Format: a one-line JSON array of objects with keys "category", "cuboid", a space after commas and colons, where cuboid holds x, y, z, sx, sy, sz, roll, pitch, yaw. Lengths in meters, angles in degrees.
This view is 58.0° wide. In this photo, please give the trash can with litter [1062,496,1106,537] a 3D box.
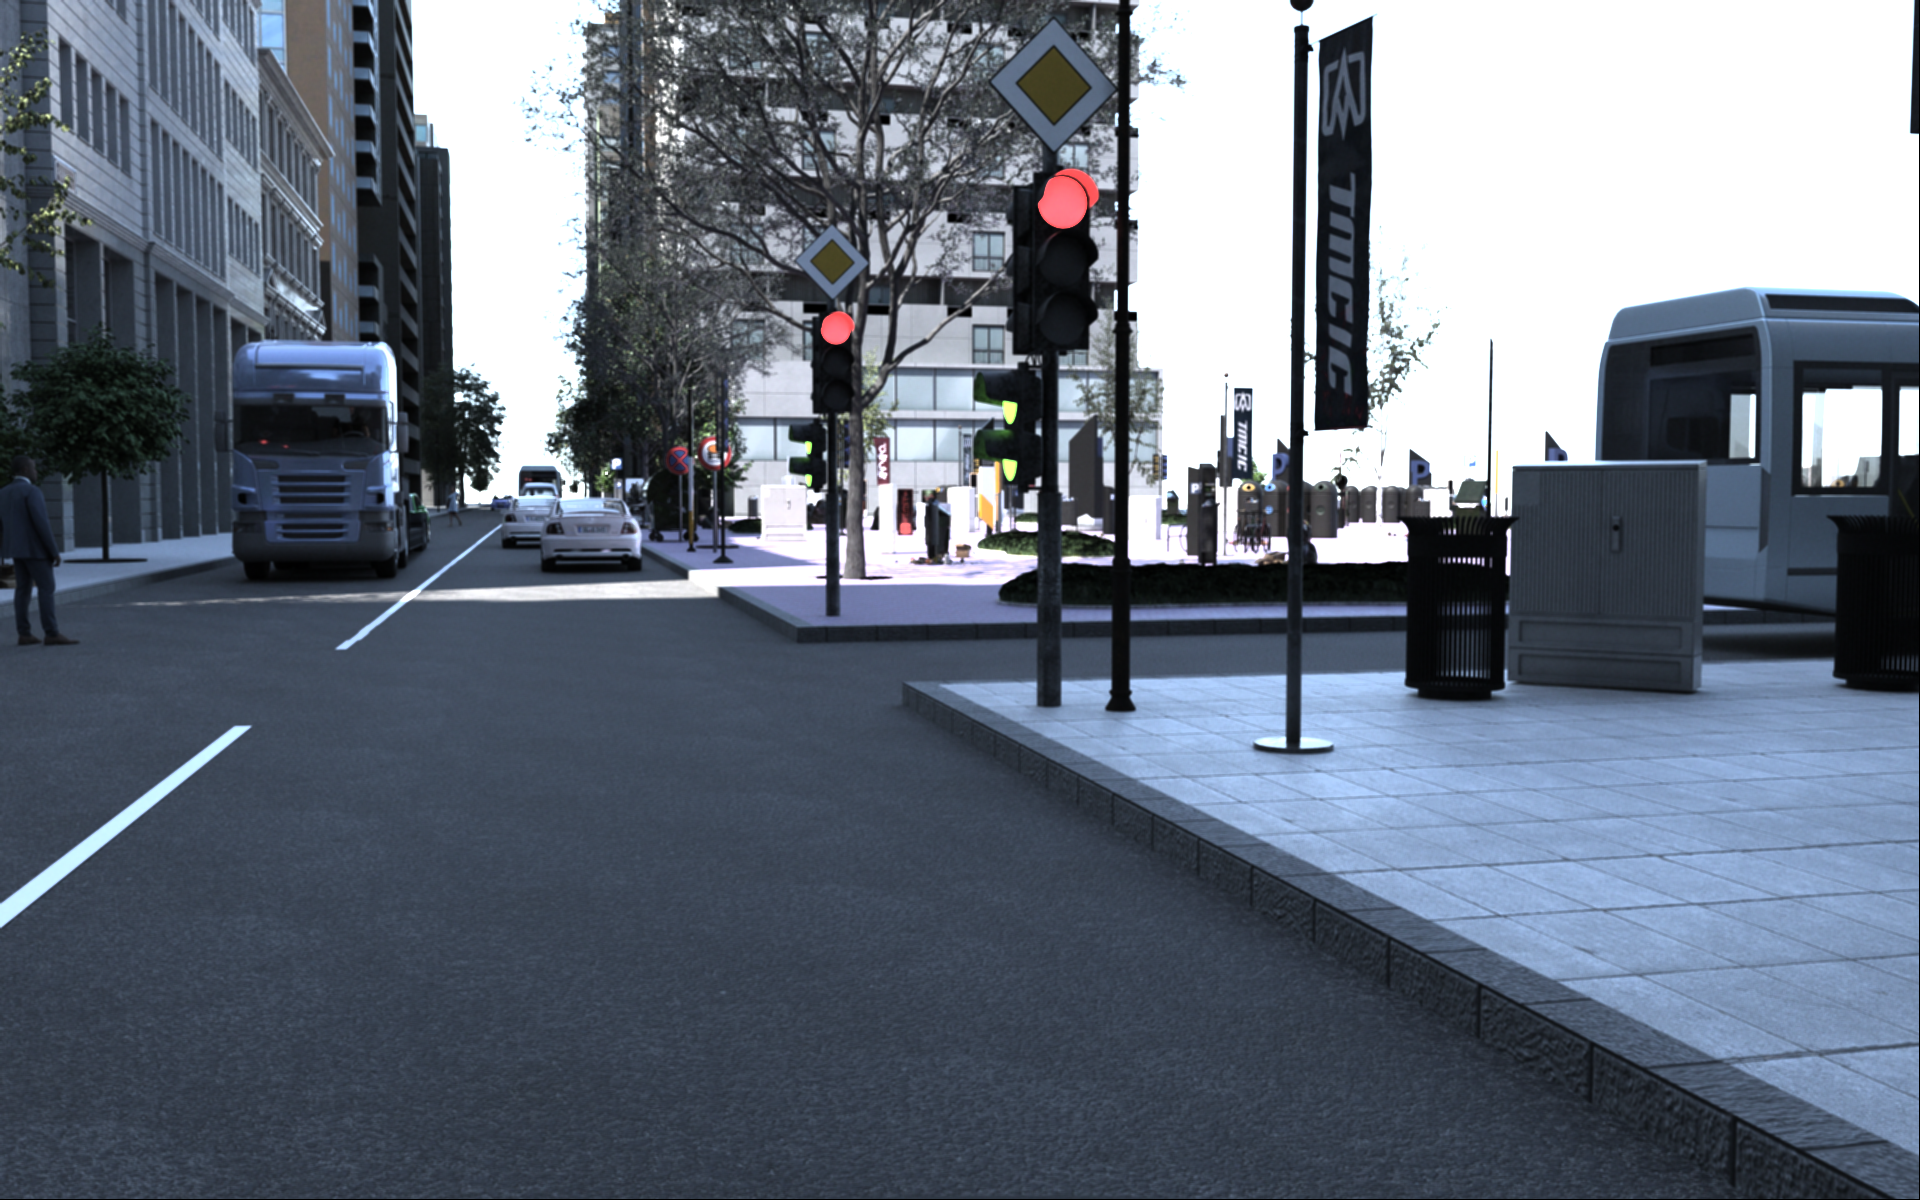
[{"category": "trash can with litter", "cuboid": [3.569, -2.465, 51.363, 2.233, 1.210, 1.678, 1, 4, 22]}]

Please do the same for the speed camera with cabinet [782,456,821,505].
[{"category": "speed camera with cabinet", "cuboid": [-8.294, -5.905, 90.887, 2.038, 3.252, 0.660, 0, 4, -4]}]

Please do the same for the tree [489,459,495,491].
[{"category": "tree", "cuboid": [-59.056, -16.056, 212.878, 4.737, 8.622, 4.395, 0, 3, 0]}]

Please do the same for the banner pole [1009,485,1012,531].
[{"category": "banner pole", "cuboid": [1.515, -3.296, 43.905, 0.863, 3.779, 0.401, 0, 4, -5]}]

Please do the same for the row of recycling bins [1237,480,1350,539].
[{"category": "row of recycling bins", "cuboid": [9.676, -2.699, 51.244, 1.069, 1.692, 3.534, -3, 5, -42]}]

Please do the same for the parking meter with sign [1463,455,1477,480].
[{"category": "parking meter with sign", "cuboid": [22.760, -4.955, 77.268, 0.543, 3.016, 1.738, 1, 4, 18]}]

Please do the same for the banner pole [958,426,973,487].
[{"category": "banner pole", "cuboid": [0.164, -4.496, 63.518, 0.401, 3.779, 0.863, 3, 5, 44]}]

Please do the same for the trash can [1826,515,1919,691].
[{"category": "trash can", "cuboid": [6.128, 0.013, 11.449, 0.748, 1.137, 0.748, 0, 3, 0]}]

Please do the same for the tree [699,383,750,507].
[{"category": "tree", "cuboid": [-12.747, -8.379, 87.365, 4.360, 8.622, 3.978, 0, 3, 0]}]

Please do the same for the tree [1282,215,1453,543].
[{"category": "tree", "cuboid": [10.930, -5.836, 45.788, 4.360, 8.622, 3.978, 0, 3, 0]}]

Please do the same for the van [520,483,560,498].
[{"category": "van", "cuboid": [-16.573, -3.754, 68.388, 2.013, 2.044, 4.112, -1, 4, -13]}]

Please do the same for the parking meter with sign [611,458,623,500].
[{"category": "parking meter with sign", "cuboid": [-16.721, -5.437, 85.148, 0.543, 3.016, 1.738, 0, 4, -1]}]

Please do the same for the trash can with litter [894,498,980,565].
[{"category": "trash can with litter", "cuboid": [-0.375, -1.296, 32.248, 1.678, 1.210, 2.233, 0, 4, 6]}]

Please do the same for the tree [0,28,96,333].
[{"category": "tree", "cuboid": [-12.507, -4.253, 19.897, 4.737, 8.622, 4.395, 0, 3, 0]}]

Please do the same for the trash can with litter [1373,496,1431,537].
[{"category": "trash can with litter", "cuboid": [13.592, -2.516, 52.189, 2.233, 1.210, 1.678, 3, 4, 38]}]

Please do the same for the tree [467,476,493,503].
[{"category": "tree", "cuboid": [-67.369, -15.879, 243.328, 4.285, 4.588, 4.351, 0, 3, 0]}]

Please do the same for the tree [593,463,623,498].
[{"category": "tree", "cuboid": [-19.407, -6.207, 96.091, 1.663, 3.219, 1.824, 0, 3, 0]}]

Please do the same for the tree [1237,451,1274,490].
[{"category": "tree", "cuboid": [13.200, -5.090, 77.820, 1.663, 3.219, 1.824, 0, 3, 0]}]

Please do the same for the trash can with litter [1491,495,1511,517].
[{"category": "trash can with litter", "cuboid": [30.711, -5.286, 97.475, 1.678, 1.210, 2.233, 0, 4, 8]}]

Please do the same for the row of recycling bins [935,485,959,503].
[{"category": "row of recycling bins", "cuboid": [-0.490, -4.499, 80.667, 1.069, 1.692, 3.534, -1, 4, -10]}]

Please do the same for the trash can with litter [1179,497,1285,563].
[{"category": "trash can with litter", "cuboid": [4.023, -1.014, 27.638, 1.678, 1.210, 2.233, -1, 4, -13]}]

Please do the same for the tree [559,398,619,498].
[{"category": "tree", "cuboid": [-26.921, -10.739, 125.938, 4.360, 8.622, 3.978, 0, 3, 0]}]

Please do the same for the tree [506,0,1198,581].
[{"category": "tree", "cuboid": [-1.475, -7.062, 25.830, 12.009, 13.543, 11.850, 0, 3, 0]}]

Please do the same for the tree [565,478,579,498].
[{"category": "tree", "cuboid": [-43.149, -12.188, 193.872, 1.663, 3.219, 1.824, 0, 3, 0]}]

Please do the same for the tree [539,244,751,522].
[{"category": "tree", "cuboid": [-14.237, -9.872, 78.422, 9.611, 12.733, 9.660, 0, 3, 0]}]

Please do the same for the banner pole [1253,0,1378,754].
[{"category": "banner pole", "cuboid": [1.760, -1.125, 8.408, 0.401, 3.779, 0.863, -1, 4, -20]}]

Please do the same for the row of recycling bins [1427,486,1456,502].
[{"category": "row of recycling bins", "cuboid": [24.306, -4.979, 88.523, 1.069, 1.692, 3.534, 3, 5, 43]}]

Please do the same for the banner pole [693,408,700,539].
[{"category": "banner pole", "cuboid": [-7.722, -3.677, 50.140, 0.401, 3.779, 0.863, 0, 4, -5]}]

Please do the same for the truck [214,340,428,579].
[{"category": "truck", "cuboid": [-12.698, -2.836, 36.132, 2.967, 4.110, 18.799, -1, 4, -15]}]

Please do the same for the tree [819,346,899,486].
[{"category": "tree", "cuboid": [-4.966, -8.338, 86.696, 4.737, 8.622, 4.395, 0, 3, 0]}]

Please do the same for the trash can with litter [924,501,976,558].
[{"category": "trash can with litter", "cuboid": [-0.204, -1.440, 34.929, 1.055, 1.170, 0.624, 1, 4, 10]}]

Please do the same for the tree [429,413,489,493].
[{"category": "tree", "cuboid": [-44.011, -12.273, 151.018, 4.737, 8.622, 4.395, 0, 3, 0]}]

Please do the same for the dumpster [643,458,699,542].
[{"category": "dumpster", "cuboid": [-7.815, -2.728, 47.104, 1.502, 2.255, 1.985, -1, 4, -13]}]

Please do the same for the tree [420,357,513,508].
[{"category": "tree", "cuboid": [-46.332, -15.521, 160.420, 9.857, 13.997, 8.962, 0, 3, 0]}]

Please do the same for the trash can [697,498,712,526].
[{"category": "trash can", "cuboid": [-10.354, -3.570, 70.023, 0.748, 1.137, 0.748, 0, 3, 0]}]

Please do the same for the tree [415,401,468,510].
[{"category": "tree", "cuboid": [-40.847, -11.438, 137.378, 4.360, 8.622, 3.978, 0, 3, 0]}]

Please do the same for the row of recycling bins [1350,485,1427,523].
[{"category": "row of recycling bins", "cuboid": [18.627, -4.238, 76.400, 3.534, 1.692, 1.069, 1, 4, 18]}]

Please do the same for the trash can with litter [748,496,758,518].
[{"category": "trash can with litter", "cuboid": [-7.995, -3.583, 69.646, 1.678, 1.210, 2.233, 2, 4, 32]}]

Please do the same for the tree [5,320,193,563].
[{"category": "tree", "cuboid": [-16.303, -2.998, 32.729, 4.285, 4.588, 4.351, 0, 3, 0]}]

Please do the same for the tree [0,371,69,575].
[{"category": "tree", "cuboid": [-15.042, -1.989, 27.116, 1.663, 3.219, 1.824, 0, 3, 0]}]

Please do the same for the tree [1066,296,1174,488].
[{"category": "tree", "cuboid": [5.984, -6.947, 63.944, 4.360, 8.622, 3.978, 0, 3, 0]}]

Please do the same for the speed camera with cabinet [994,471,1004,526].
[{"category": "speed camera with cabinet", "cuboid": [1.364, -4.587, 69.330, 0.660, 3.252, 2.038, 0, 4, 7]}]

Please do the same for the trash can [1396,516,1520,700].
[{"category": "trash can", "cuboid": [3.142, 0.042, 10.972, 0.748, 1.137, 0.748, 0, 3, 0]}]

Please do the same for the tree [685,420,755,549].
[{"category": "tree", "cuboid": [-5.675, -2.855, 41.280, 1.663, 3.219, 1.824, 0, 3, 0]}]

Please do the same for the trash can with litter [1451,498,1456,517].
[{"category": "trash can with litter", "cuboid": [20.009, -3.507, 68.734, 0.624, 1.170, 1.055, -3, 5, -42]}]
